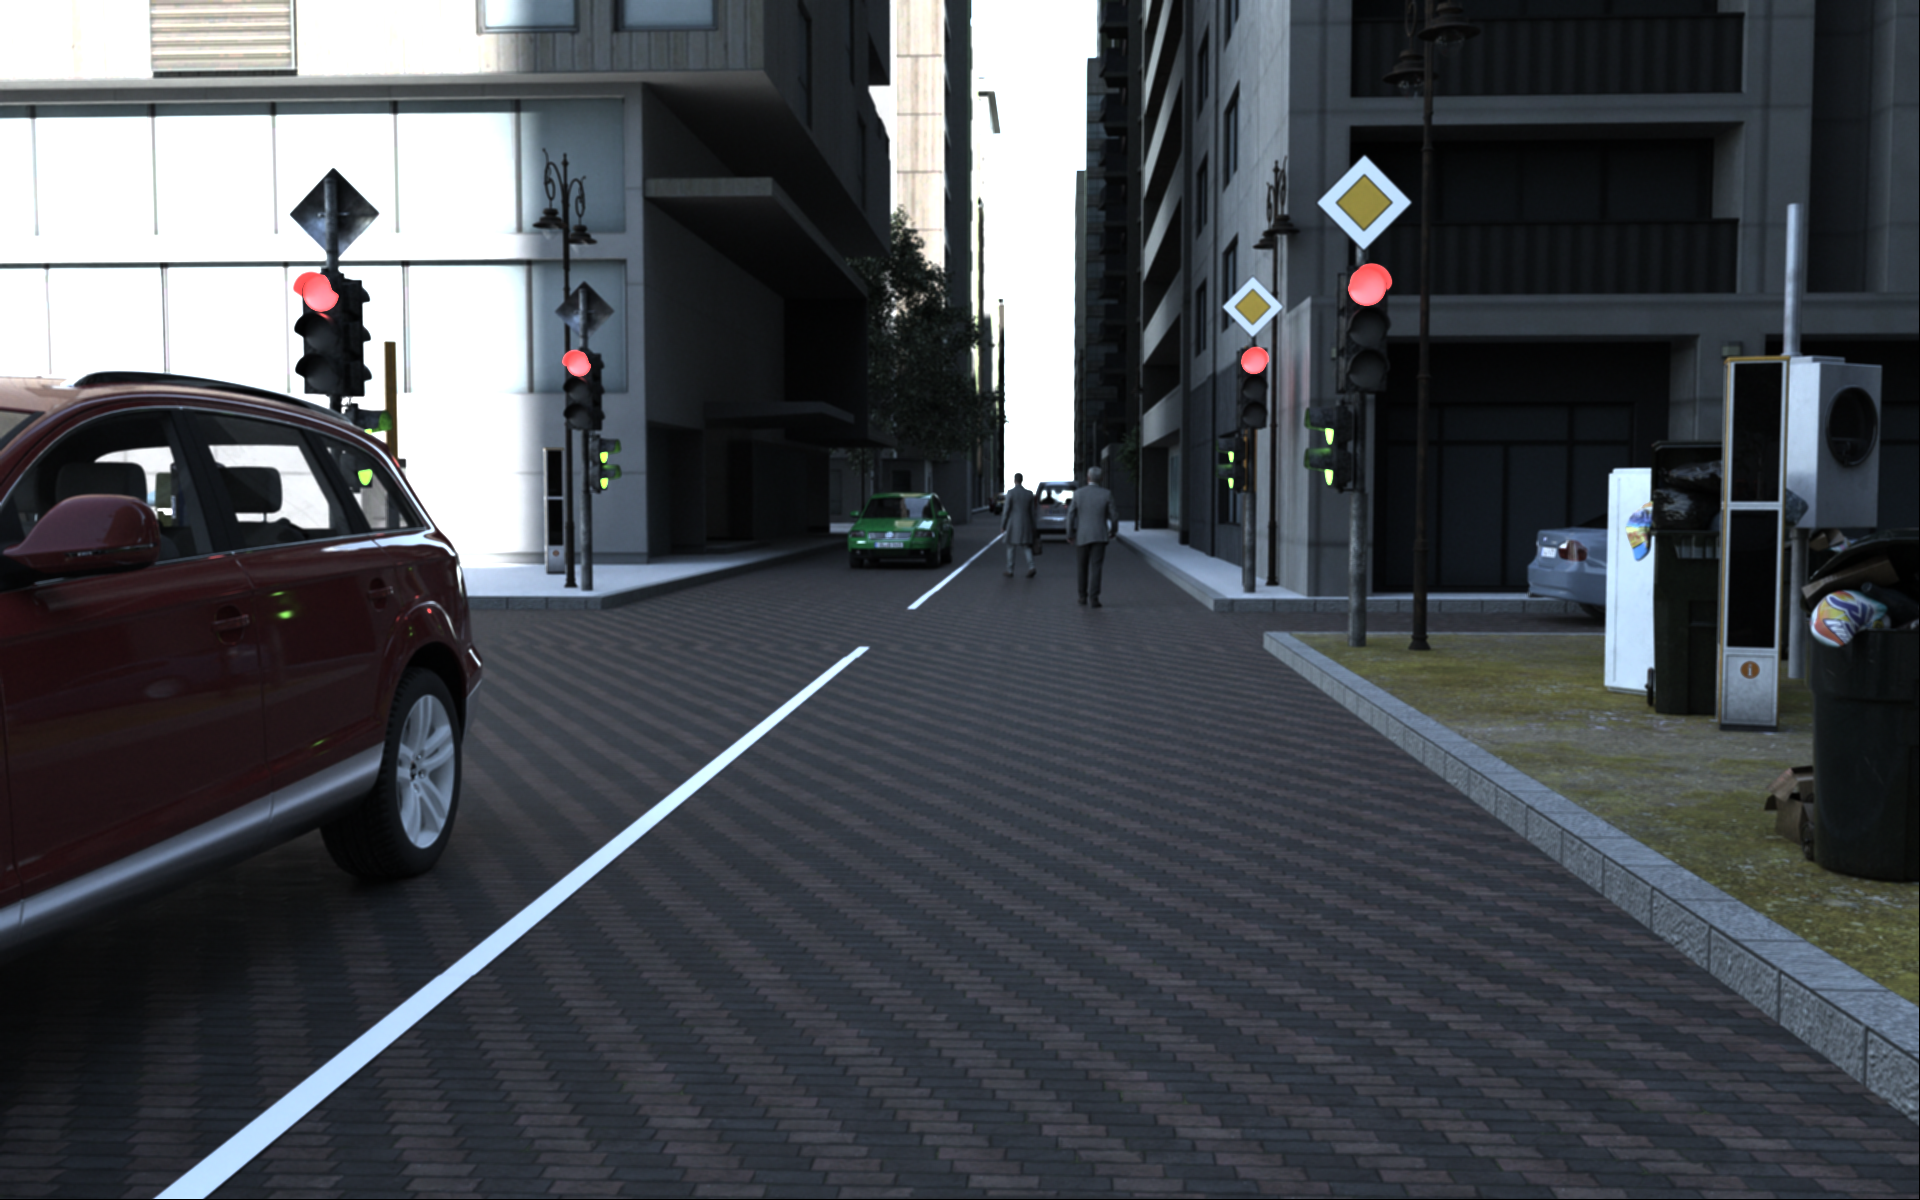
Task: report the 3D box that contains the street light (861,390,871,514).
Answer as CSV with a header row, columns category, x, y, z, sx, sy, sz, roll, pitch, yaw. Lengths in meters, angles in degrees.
category,x,y,z,sx,sy,sz,roll,pitch,yaw
street light,-3.363,-5.329,59.916,0.468,5.910,1.993,0,4,3

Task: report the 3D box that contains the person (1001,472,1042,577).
category,x,y,z,sx,sy,sz,roll,pitch,yaw
person,1.022,-1.299,29.847,0.694,1.812,0.767,-2,4,-26

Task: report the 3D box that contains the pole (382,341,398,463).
category,x,y,z,sx,sy,sz,roll,pitch,yaw
pole,-7.620,-1.797,23.216,0.158,3.312,0.155,0,3,0

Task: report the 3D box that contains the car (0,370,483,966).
category,x,y,z,sx,sy,sz,roll,pitch,yaw
car,-3.105,0.219,5.093,2.281,1.827,5.304,0,4,4

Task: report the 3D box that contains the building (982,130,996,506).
category,x,y,z,sx,sy,sz,roll,pitch,yaw
building,-3.662,-30.922,189.174,14.154,41.232,14.086,0,4,3

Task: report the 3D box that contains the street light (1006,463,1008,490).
category,x,y,z,sx,sy,sz,roll,pitch,yaw
street light,7.009,-17.330,256.126,0.468,5.910,1.993,0,4,3

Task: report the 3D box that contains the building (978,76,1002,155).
category,x,y,z,sx,sy,sz,roll,pitch,yaw
building,-9.333,-38.830,224.101,28.713,52.752,27.495,0,4,3

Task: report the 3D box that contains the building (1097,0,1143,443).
category,x,y,z,sx,sy,sz,roll,pitch,yaw
building,20.225,-28.014,112.648,22.147,44.769,28.867,0,4,3

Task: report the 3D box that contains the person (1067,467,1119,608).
category,x,y,z,sx,sy,sz,roll,pitch,yaw
person,1.694,-0.813,22.190,0.661,1.777,0.834,0,4,2

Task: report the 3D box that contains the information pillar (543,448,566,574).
category,x,y,z,sx,sy,sz,roll,pitch,yaw
information pillar,-6.513,-1.427,27.820,0.304,2.012,0.304,-1,4,-19

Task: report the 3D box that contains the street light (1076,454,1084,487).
category,x,y,z,sx,sy,sz,roll,pitch,yaw
street light,12.826,-12.922,184.058,0.468,5.910,1.993,0,4,3

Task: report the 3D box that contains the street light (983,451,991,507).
category,x,y,z,sx,sy,sz,roll,pitch,yaw
street light,2.594,-12.238,172.872,0.468,5.910,1.993,0,4,3

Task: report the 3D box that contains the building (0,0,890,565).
category,x,y,z,sx,sy,sz,roll,pitch,yaw
building,-16.098,-27.734,42.685,28.713,52.752,27.495,0,4,3

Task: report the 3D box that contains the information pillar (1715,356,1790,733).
category,x,y,z,sx,sy,sz,roll,pitch,yaw
information pillar,4.302,-0.301,9.413,0.304,2.012,0.304,1,4,20

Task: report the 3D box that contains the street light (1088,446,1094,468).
category,x,y,z,sx,sy,sz,roll,pitch,yaw
street light,10.260,-9.970,135.789,0.468,5.910,1.993,0,4,3

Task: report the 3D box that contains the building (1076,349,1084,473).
category,x,y,z,sx,sy,sz,roll,pitch,yaw
building,28.791,-22.958,220.394,27.650,21.520,28.899,0,4,3

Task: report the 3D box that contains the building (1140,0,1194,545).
category,x,y,z,sx,sy,sz,roll,pitch,yaw
building,16.786,-26.206,52.176,21.300,48.544,21.600,0,4,3

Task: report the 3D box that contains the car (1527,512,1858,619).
category,x,y,z,sx,sy,sz,roll,pitch,yaw
car,8.670,-0.439,19.182,4.499,1.417,2.014,0,4,3

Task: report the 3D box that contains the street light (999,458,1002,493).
category,x,y,z,sx,sy,sz,roll,pitch,yaw
street light,5.142,-15.096,219.610,0.468,5.910,1.993,0,4,3

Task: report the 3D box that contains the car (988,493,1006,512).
category,x,y,z,sx,sy,sz,roll,pitch,yaw
car,3.304,-7.889,138.027,2.155,1.783,4.494,0,4,4

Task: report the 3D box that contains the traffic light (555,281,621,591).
category,x,y,z,sx,sy,sz,roll,pitch,yaw
traffic light,-4.944,-2.079,22.918,0.839,4.253,0.868,0,4,3

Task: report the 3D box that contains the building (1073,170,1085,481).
category,x,y,z,sx,sy,sz,roll,pitch,yaw
building,26.823,-37.998,244.972,21.300,48.544,21.600,0,4,3

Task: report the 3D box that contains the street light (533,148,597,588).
category,x,y,z,sx,sy,sz,roll,pitch,yaw
street light,-5.355,-3.111,23.655,0.468,5.910,1.993,0,4,3

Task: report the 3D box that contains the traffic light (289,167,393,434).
category,x,y,z,sx,sy,sz,roll,pitch,yaw
traffic light,-5.370,-1.592,14.945,0.839,4.253,0.868,0,4,3

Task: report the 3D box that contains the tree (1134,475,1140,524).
category,x,y,z,sx,sy,sz,roll,pitch,yaw
tree,8.167,-4.816,73.348,1.663,3.219,1.824,0,3,0

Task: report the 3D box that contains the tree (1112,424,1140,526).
category,x,y,z,sx,sy,sz,roll,pitch,yaw
tree,7.721,-5.216,69.003,4.285,4.588,4.351,0,3,0

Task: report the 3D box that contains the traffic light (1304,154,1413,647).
category,x,y,z,sx,sy,sz,roll,pitch,yaw
traffic light,3.330,-1.564,14.497,0.839,4.253,0.868,0,4,3

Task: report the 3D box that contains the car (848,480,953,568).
category,x,y,z,sx,sy,sz,roll,pitch,yaw
car,-1.155,-1.597,34.905,1.959,1.807,4.718,0,4,5

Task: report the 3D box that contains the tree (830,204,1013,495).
category,x,y,z,sx,sy,sz,roll,pitch,yaw
tree,-3.180,-9.211,67.607,9.611,12.733,9.660,0,3,0

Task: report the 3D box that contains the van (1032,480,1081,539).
category,x,y,z,sx,sy,sz,roll,pitch,yaw
van,3.016,-2.808,52.922,2.013,2.044,4.112,0,4,3

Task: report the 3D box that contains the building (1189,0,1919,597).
category,x,y,z,sx,sy,sz,roll,pitch,yaw
building,15.156,-36.133,29.023,20.611,71.187,20.563,0,4,3

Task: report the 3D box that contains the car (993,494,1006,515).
category,x,y,z,sx,sy,sz,roll,pitch,yaw
car,3.403,-6.731,121.856,2.131,1.459,4.920,0,4,4

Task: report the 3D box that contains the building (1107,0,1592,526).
category,x,y,z,sx,sy,sz,roll,pitch,yaw
building,17.655,-39.577,85.335,20.563,71.187,20.611,0,4,3

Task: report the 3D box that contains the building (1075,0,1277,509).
category,x,y,z,sx,sy,sz,roll,pitch,yaw
building,23.422,-46.249,194.420,20.563,71.187,20.611,0,4,3

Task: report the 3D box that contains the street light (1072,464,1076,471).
category,x,y,z,sx,sy,sz,roll,pitch,yaw
street light,14.750,-15.135,220.239,0.468,5.910,1.993,0,4,3

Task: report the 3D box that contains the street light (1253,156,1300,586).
category,x,y,z,sx,sy,sz,roll,pitch,yaw
street light,4.382,-3.142,24.152,0.468,5.910,1.993,0,4,3

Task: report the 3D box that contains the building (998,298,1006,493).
category,x,y,z,sx,sy,sz,roll,pitch,yaw
building,-0.762,-28.994,245.752,14.160,30.474,14.107,0,4,3

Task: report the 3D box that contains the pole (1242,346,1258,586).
category,x,y,z,sx,sy,sz,roll,pitch,yaw
pole,4.009,-1.841,23.942,0.158,3.312,0.155,0,3,0

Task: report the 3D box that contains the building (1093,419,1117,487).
category,x,y,z,sx,sy,sz,roll,pitch,yaw
building,22.579,-50.692,141.478,22.319,86.520,31.000,0,4,3

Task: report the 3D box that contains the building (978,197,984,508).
category,x,y,z,sx,sy,sz,roll,pitch,yaw
building,-5.046,-23.879,162.122,14.160,30.474,14.107,0,4,3

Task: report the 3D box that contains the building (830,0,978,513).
category,x,y,z,sx,sy,sz,roll,pitch,yaw
building,-5.754,-28.348,147.087,14.154,41.232,14.086,0,4,3

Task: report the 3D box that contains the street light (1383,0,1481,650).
category,x,y,z,sx,sy,sz,roll,pitch,yaw
street light,3.790,-2.527,14.108,0.468,5.910,1.993,0,4,3

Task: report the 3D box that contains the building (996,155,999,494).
category,x,y,z,sx,sy,sz,roll,pitch,yaw
building,-2.735,-31.788,203.321,14.154,41.232,14.086,0,4,3

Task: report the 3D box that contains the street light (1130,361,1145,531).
category,x,y,z,sx,sy,sz,roll,pitch,yaw
street light,6.171,-5.355,60.340,0.468,5.910,1.993,0,4,3

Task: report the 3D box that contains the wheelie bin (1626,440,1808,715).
category,x,y,z,sx,sy,sz,roll,pitch,yaw
wheelie bin,4.420,-0.137,10.153,0.980,1.594,0.693,1,4,22

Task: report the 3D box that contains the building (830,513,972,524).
category,x,y,z,sx,sy,sz,roll,pitch,yaw
building,-6.749,-24.308,81.031,14.154,41.232,14.086,0,4,3

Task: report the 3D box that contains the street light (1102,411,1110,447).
category,x,y,z,sx,sy,sz,roll,pitch,yaw
street light,8.387,-7.745,99.418,0.468,5.910,1.993,0,4,3

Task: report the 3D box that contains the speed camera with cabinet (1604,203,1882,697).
category,x,y,z,sx,sy,sz,roll,pitch,yaw
speed camera with cabinet,5.197,-1.045,11.416,2.038,3.252,0.660,-2,4,-29

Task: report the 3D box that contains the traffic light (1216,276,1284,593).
category,x,y,z,sx,sy,sz,roll,pitch,yaw
traffic light,3.756,-2.052,22.471,0.839,4.253,0.868,0,4,3

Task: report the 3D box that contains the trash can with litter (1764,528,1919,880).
category,x,y,z,sx,sy,sz,roll,pitch,yaw
trash can with litter,3.130,0.323,6.108,0.624,1.170,1.055,0,4,5

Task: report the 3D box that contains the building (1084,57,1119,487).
category,x,y,z,sx,sy,sz,roll,pitch,yaw
building,18.925,-29.480,165.588,14.154,41.232,14.086,0,4,3
